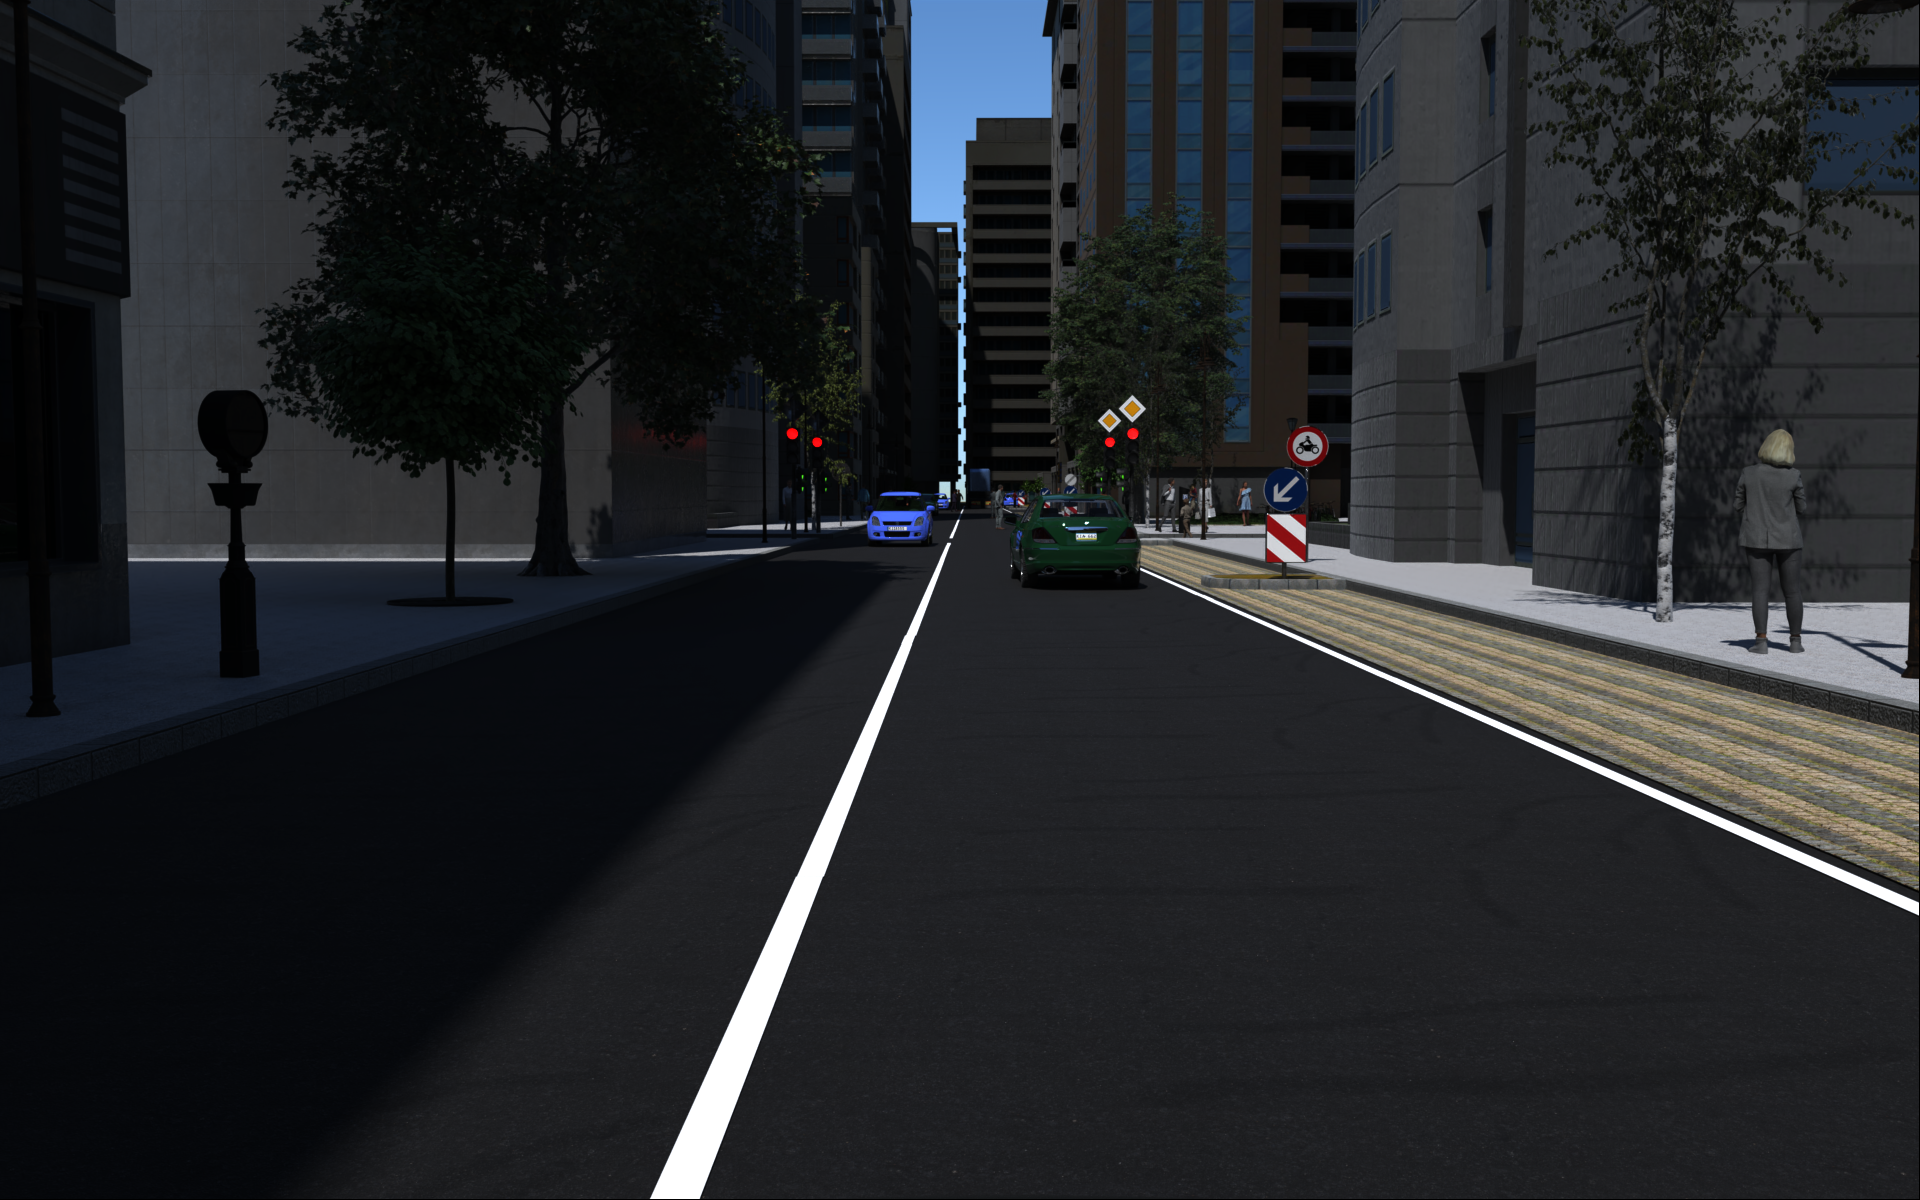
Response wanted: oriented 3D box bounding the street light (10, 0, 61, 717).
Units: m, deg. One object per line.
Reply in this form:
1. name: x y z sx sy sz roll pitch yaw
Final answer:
1. street light: -5.312 -2.267 9.858 0.468 5.910 1.993 0 4 0

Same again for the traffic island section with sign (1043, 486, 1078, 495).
1. traffic island section with sign: 5.084 -4.486 81.973 1.989 1.847 2.006 0 4 0

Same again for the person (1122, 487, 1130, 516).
1. person: 8.026 -4.625 82.057 0.661 1.777 0.834 1 4 16

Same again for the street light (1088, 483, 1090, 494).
1. street light: 7.168 -7.542 96.104 0.468 5.910 1.993 0 4 0

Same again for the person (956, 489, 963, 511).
1. person: -0.128 -8.510 147.653 0.705 1.821 1.348 -3 5 -41

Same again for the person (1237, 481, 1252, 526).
1. person: 11.417 -3.875 69.489 0.616 1.811 0.778 1 4 15

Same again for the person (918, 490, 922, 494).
1. person: -4.236 -11.161 189.244 0.721 1.743 1.217 0 4 1

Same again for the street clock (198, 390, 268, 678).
1. street clock: -5.067 -0.462 12.125 0.358 2.002 0.471 1 4 14

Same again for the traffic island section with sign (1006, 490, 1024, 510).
1. traffic island section with sign: 5.488 -9.196 158.981 1.989 1.847 2.006 0 4 0

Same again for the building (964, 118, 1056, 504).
1. building: 11.276 -36.861 226.380 21.600 48.544 21.300 0 4 0

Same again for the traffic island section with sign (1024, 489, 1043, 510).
1. traffic island section with sign: 5.227 -6.136 108.950 1.989 1.847 2.006 0 4 0

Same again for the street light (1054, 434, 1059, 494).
1. street light: 7.350 -9.716 131.643 0.468 5.910 1.993 0 4 0

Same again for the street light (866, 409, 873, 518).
1. street light: -4.903 -7.401 93.800 0.468 5.910 1.993 0 4 0

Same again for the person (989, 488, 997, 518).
1. person: 1.948 -5.712 102.077 0.511 1.800 0.466 -3 5 -42

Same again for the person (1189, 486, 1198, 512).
1. person: 11.972 -5.073 88.957 0.573 1.828 0.580 -1 4 -20

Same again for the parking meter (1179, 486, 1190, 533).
1. parking meter: 7.321 -2.939 56.467 0.372 1.533 0.369 0 3 0

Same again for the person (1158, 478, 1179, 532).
1. person: 6.990 -3.180 58.138 0.850 1.850 0.679 3 5 44

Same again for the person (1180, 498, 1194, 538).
1. person: 6.776 -2.394 51.913 0.640 1.303 0.475 3 5 43

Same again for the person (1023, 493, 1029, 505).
1. person: 7.566 -11.611 199.140 1.065 1.426 0.557 1 4 13

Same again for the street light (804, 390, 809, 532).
1. street light: -5.154 -5.202 57.840 0.468 5.910 1.993 0 4 0

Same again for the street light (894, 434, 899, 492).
1. street light: -4.752 -9.635 130.326 0.468 5.910 1.993 0 4 0

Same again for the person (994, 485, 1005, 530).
1. person: 1.594 -3.766 70.171 0.391 1.810 0.635 0 4 -7

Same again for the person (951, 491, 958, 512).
1. person: -0.441 -7.949 139.384 0.530 1.710 0.541 -2 4 -27

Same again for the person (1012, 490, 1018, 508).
1. person: 5.223 -9.496 163.699 0.705 1.831 1.348 -2 4 -25

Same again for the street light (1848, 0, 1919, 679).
1. street light: 6.673 -2.393 11.913 0.468 5.910 1.993 0 4 0

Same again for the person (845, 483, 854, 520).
1. person: -5.479 -4.909 86.116 0.447 1.846 0.655 0 4 1

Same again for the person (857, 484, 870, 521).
1. person: -4.629 -4.694 83.130 0.601 1.785 0.444 0 4 1

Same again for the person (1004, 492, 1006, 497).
1. person: 5.650 -12.201 208.788 0.742 1.727 0.445 -2 4 -29

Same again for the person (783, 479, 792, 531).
1. person: -6.013 -3.329 60.705 0.478 1.798 0.641 -1 4 -17

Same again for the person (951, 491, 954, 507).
1. person: -0.845 -11.426 195.318 0.705 1.824 1.348 1 4 11

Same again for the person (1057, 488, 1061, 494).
1. person: 7.730 -7.816 134.383 0.434 1.755 0.990 2 4 32

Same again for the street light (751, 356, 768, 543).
1. street light: -5.145 -4.446 45.472 0.468 5.910 1.993 0 4 0

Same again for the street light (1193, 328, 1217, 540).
1. street light: 6.838 -4.630 48.486 0.468 5.910 1.993 0 4 0

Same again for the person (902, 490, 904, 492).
1. person: -5.194 -9.256 158.318 0.436 1.711 0.756 -1 4 -23

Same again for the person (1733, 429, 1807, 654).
1. person: 6.570 -0.479 14.054 0.537 1.800 0.526 2 4 35

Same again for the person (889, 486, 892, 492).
1. person: -3.477 -4.853 87.819 0.622 1.834 0.822 -1 4 -12

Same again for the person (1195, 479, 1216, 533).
1. person: 8.123 -3.103 57.136 0.624 1.780 0.694 -3 5 -43

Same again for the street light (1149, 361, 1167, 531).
1. street light: 6.881 -5.347 60.210 0.468 5.910 1.993 0 4 0

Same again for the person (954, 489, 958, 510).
1. person: -0.319 -8.838 152.634 0.705 1.869 1.348 1 4 14

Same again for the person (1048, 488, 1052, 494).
1. person: 5.792 -6.344 112.238 0.555 1.821 0.388 0 4 7

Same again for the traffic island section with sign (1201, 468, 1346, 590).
1. traffic island section with sign: 4.777 -1.107 26.722 1.989 1.847 2.006 0 4 0
